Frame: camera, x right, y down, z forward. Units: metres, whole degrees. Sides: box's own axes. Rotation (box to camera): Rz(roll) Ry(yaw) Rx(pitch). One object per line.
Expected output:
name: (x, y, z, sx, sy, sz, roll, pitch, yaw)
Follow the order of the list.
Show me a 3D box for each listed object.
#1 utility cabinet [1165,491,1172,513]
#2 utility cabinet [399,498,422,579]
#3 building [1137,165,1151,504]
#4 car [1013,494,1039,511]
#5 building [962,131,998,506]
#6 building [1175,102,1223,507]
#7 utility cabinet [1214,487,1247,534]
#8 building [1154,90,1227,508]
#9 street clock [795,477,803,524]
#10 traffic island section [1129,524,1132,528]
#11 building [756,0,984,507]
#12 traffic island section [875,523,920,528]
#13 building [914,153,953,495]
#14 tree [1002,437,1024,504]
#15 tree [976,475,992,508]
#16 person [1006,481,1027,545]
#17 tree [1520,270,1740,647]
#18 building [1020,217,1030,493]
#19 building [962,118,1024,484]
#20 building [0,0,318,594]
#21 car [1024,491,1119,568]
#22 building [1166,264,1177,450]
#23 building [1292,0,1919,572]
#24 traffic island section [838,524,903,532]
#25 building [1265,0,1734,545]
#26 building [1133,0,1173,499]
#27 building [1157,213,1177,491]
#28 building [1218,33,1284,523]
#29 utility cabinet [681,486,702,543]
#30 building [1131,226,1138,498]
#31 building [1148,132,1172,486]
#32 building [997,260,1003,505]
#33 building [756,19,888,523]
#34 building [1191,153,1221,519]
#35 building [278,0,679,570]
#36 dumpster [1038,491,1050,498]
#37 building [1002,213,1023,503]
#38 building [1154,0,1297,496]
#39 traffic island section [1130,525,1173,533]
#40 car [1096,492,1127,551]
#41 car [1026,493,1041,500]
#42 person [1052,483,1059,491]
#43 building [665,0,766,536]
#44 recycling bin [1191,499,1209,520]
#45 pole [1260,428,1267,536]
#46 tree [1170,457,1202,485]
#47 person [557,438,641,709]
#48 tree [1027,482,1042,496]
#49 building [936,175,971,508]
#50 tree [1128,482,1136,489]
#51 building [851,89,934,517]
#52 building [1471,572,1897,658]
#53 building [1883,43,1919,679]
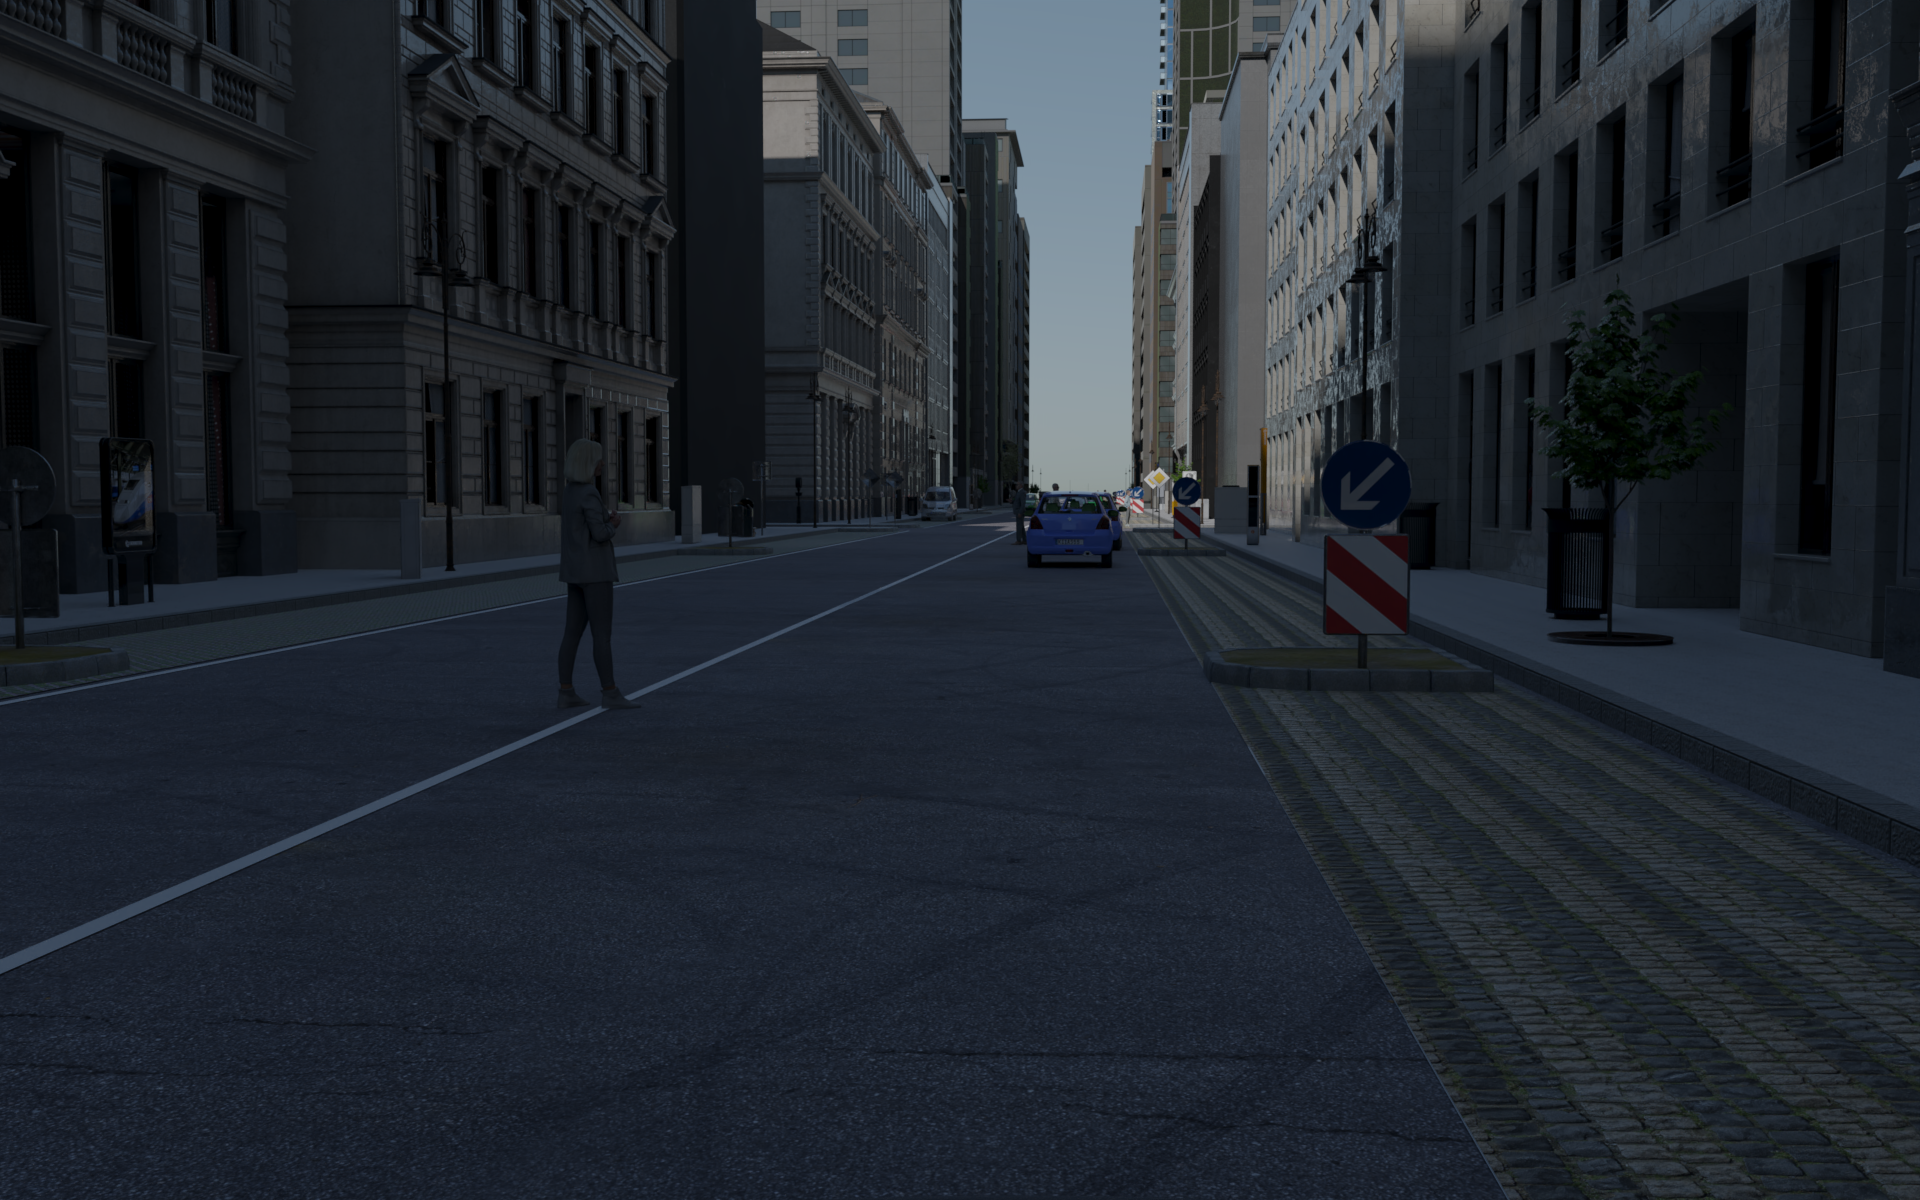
utility cabinet: (14.153, -6.640, 117.236, 0.318, 1.500, 1.173, 1, 4, 22)
utility cabinet: (-8.431, -0.943, 26.580, 0.306, 1.237, 1.020, -1, 4, -16)
building: (36.080, -37.768, 241.205, 21.300, 48.544, 21.600, 0, 4, 5)
car: (5.183, -7.689, 134.506, 1.959, 1.807, 4.718, 0, 4, 7)
building: (-3.211, -31.016, 190.707, 14.154, 41.232, 14.086, 0, 4, 5)
building: (20.750, -18.132, 114.483, 12.078, 24.808, 19.932, 0, 4, 5)
utility cabinet: (8.786, -2.871, 55.625, 1.173, 1.500, 0.318, 1, 4, 22)
building: (34.253, -28.568, 158.971, 32.217, 40.220, 23.993, 0, 4, 5)
street clock: (-6.977, -4.304, 74.948, 0.358, 2.002, 0.471, 0, 4, 4)
traffic island section: (8.159, -3.108, 73.098, 2.009, 0.180, 2.903, 0, 4, 5)
building: (-8.127, -44.928, 172.821, 20.563, 71.187, 20.611, 0, 4, 5)
traffic island section: (-2.795, -3.163, 74.000, 2.009, 0.180, 2.903, 0, 4, 5)
building: (-7.420, -19.130, 130.794, 12.078, 24.808, 19.932, 0, 4, 5)
tree: (6.226, -16.379, 218.161, 4.360, 8.622, 3.978, 0, 3, 0)
tree: (1.877, -9.958, 157.411, 1.663, 3.219, 1.824, 0, 3, 0)
person: (1.622, -2.463, 48.947, 0.590, 1.801, 0.661, 0, 4, -8)
tree: (5.529, -1.243, 14.920, 1.663, 3.219, 1.824, 0, 3, 0)
building: (0.416, -40.541, 286.548, 21.300, 48.544, 21.600, 0, 4, 5)
building: (-5.751, -40.272, 247.683, 28.713, 52.752, 27.495, 0, 4, 5)
building: (-16.319, -11.611, 18.713, 11.050, 23.489, 19.941, 0, 4, 5)
car: (2.239, -1.554, 34.997, 1.945, 1.707, 3.694, 0, 4, 4)
building: (22.380, -18.337, 135.973, 11.583, 22.565, 21.152, 0, 4, 5)
building: (13.503, -11.187, 37.660, 10.420, 20.320, 16.860, 0, 4, 5)
traffic island section: (-3.450, -2.677, 66.042, 2.009, 0.180, 2.903, 0, 4, 5)
building: (15.672, -12.209, 54.368, 10.420, 20.320, 16.860, 0, 4, 5)
building: (38.316, -58.320, 266.201, 22.319, 86.520, 31.000, 0, 4, 5)
building: (27.495, -24.946, 179.576, 14.160, 30.474, 14.107, 0, 4, 5)
building: (27.351, -15.896, 78.969, 30.058, 24.678, 14.314, 0, 4, 5)
utility cabinet: (-7.026, -2.236, 45.243, 0.318, 1.500, 1.173, 0, 4, 3)
building: (40.074, -40.982, 293.749, 21.300, 48.544, 21.600, 0, 4, 5)
building: (30.670, -34.506, 214.284, 14.600, 45.320, 14.200, 0, 4, 5)
building: (-2.294, -26.561, 205.977, 14.160, 30.474, 14.107, 0, 4, 5)
building: (-10.252, -15.688, 85.379, 11.050, 23.489, 19.941, 0, 4, 5)
building: (19.521, -16.296, 96.123, 12.332, 23.373, 15.834, 0, 4, 5)
building: (-13.240, -10.618, 38.237, 10.561, 19.102, 19.286, 0, 4, 5)
dumpster: (12.795, -15.504, 261.702, 1.865, 1.857, 1.264, 0, 4, 6)
building: (2.478, -37.822, 268.500, 14.600, 45.320, 14.200, 0, 4, 5)
building: (32.344, -46.310, 195.424, 20.563, 71.187, 20.611, 0, 4, 5)
traffic island section: (7.504, -2.621, 65.140, 2.009, 0.180, 2.903, 0, 4, 5)
car: (3.387, -2.179, 45.213, 1.945, 1.707, 3.694, 0, 4, 6)
car: (5.471, -7.964, 139.259, 2.155, 1.783, 4.494, 0, 4, 3)
person: (2.862, -2.697, 53.086, 0.515, 1.767, 0.782, 0, 4, 5)
building: (-15.723, -14.047, 59.340, 15.834, 23.373, 12.332, 0, 4, 5)
recycling bin: (12.106, -4.582, 87.476, 0.722, 1.027, 0.722, -1, 4, -16)
pole: (9.391, -3.652, 53.558, 0.158, 3.312, 0.155, 0, 3, 0)
tree: (11.700, -5.819, 89.745, 1.663, 3.219, 1.824, 0, 3, 0)
person: (-2.463, -0.183, 11.670, 0.526, 1.800, 0.537, -1, 4, -23)
tree: (12.126, -17.388, 278.890, 1.663, 3.219, 1.824, 0, 3, 0)
building: (-6.579, -23.538, 156.552, 14.160, 30.474, 14.107, 0, 4, 5)
tree: (24.706, -15.529, 248.493, 1.663, 3.219, 1.824, 0, 3, 0)
building: (-8.968, -18.988, 107.713, 12.463, 27.353, 25.104, 0, 4, 5)
building: (12.967, -10.157, 20.819, 10.420, 20.320, 16.860, 0, 4, 5)
building: (10.640, -9.390, 2.678, 9.793, 20.994, 18.267, 0, 4, 5)
